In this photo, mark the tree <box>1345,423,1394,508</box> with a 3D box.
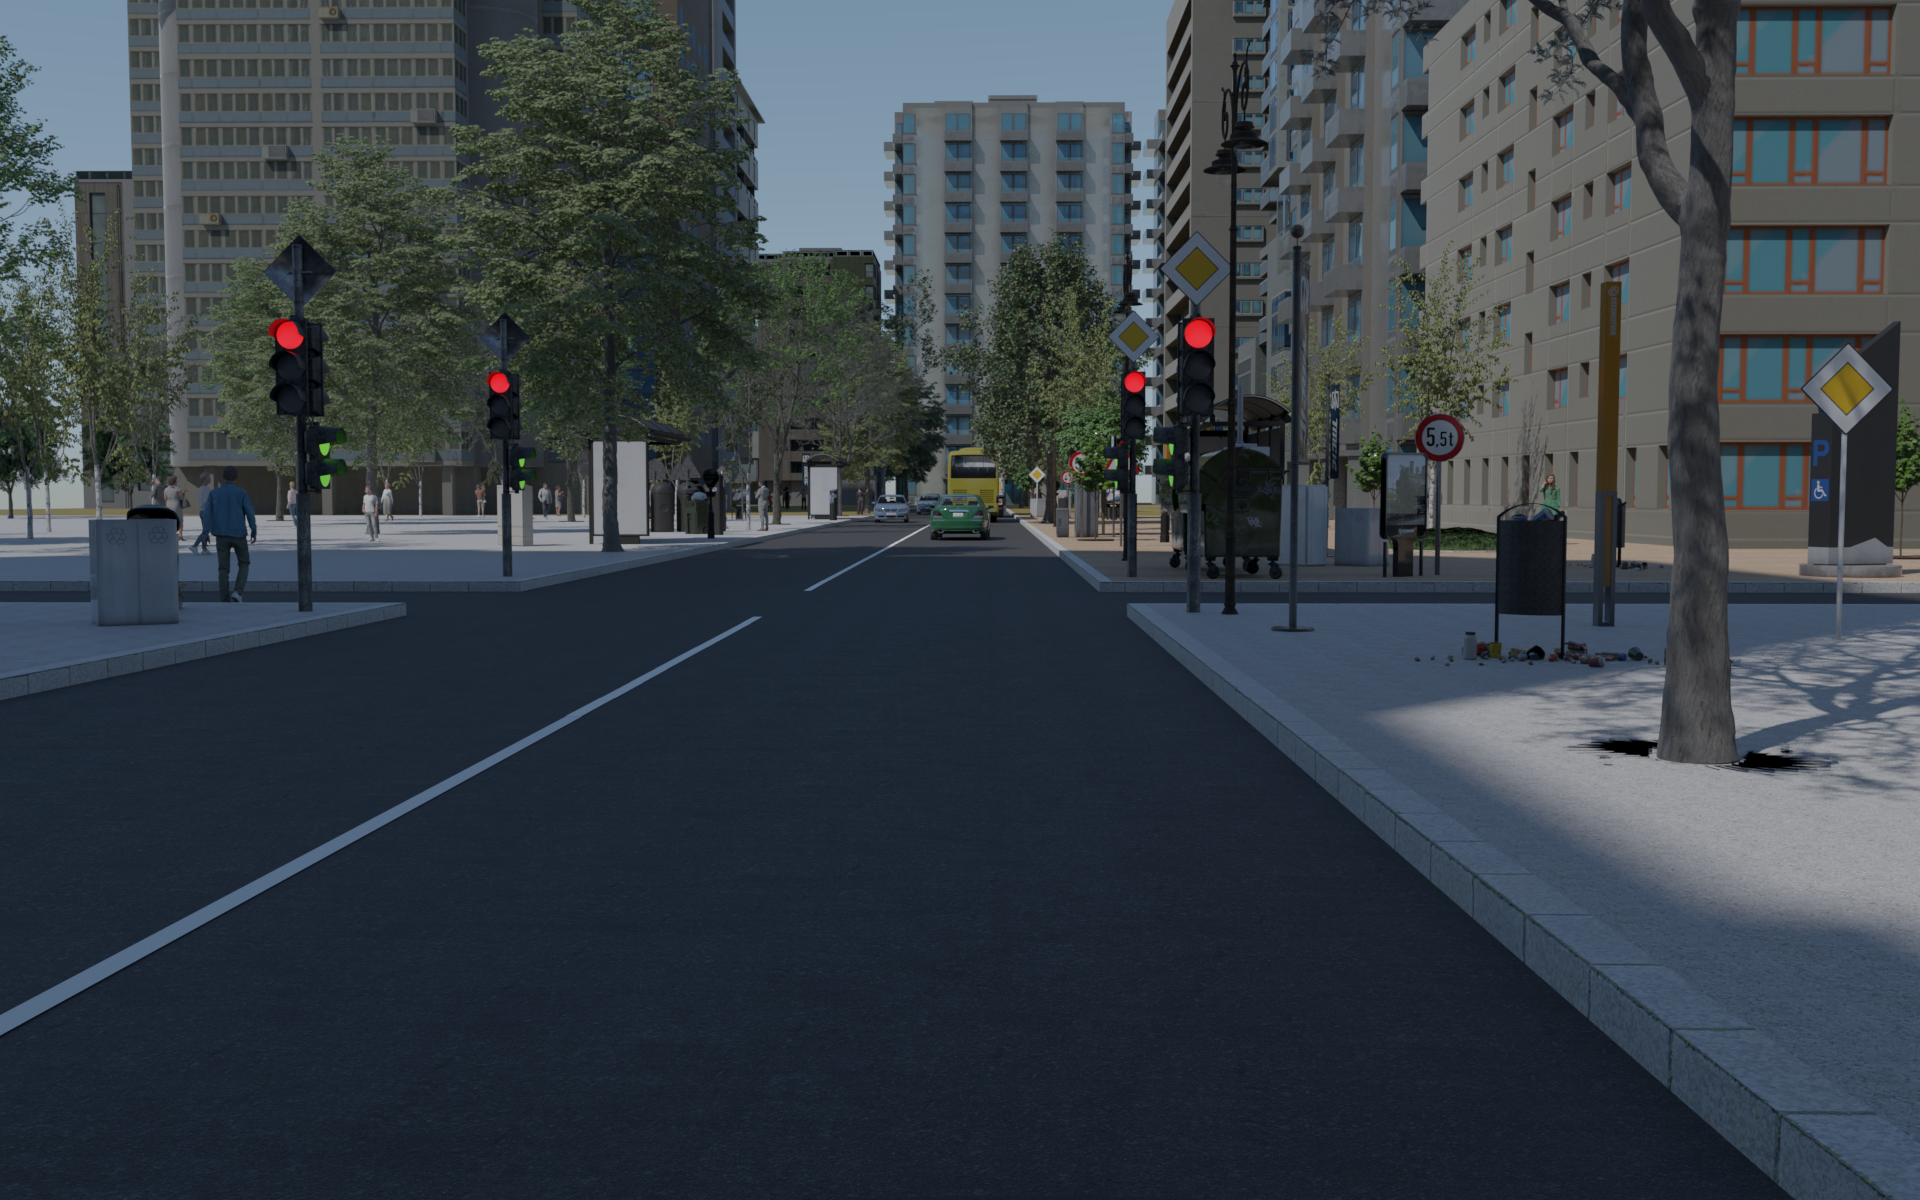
[{"bbox_3d":[11.212,-3.223,47.300,1.663,3.219,1.824,0,3,0],"label":"tree"}]

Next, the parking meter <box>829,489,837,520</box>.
[{"bbox_3d":[-6.173,-4.647,84.383,0.372,1.533,0.369,0,3,0],"label":"parking meter"}]

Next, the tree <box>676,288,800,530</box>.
[{"bbox_3d":[-7.768,-6.801,61.560,4.360,8.622,3.978,0,3,0],"label":"tree"}]

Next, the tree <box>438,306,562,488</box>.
[{"bbox_3d":[-17.296,-6.980,64.491,4.360,8.622,3.978,0,3,0],"label":"tree"}]

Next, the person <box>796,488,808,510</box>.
[{"bbox_3d":[-12.554,-8.149,139.295,1.348,1.823,0.705,-1,4,-12],"label":"person"}]

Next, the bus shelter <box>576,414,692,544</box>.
[{"bbox_3d":[-8.678,-3.225,46.647,2.014,3.302,5.546,0,4,1],"label":"bus shelter"}]

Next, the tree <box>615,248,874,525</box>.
[{"bbox_3d":[-7.511,-8.959,72.242,9.928,11.665,9.643,0,3,0],"label":"tree"}]

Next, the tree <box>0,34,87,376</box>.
[{"bbox_3d":[-22.396,-6.758,36.251,9.928,11.665,9.643,0,3,0],"label":"tree"}]

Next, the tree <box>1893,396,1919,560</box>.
[{"bbox_3d":[18.547,-2.430,34.338,1.663,3.219,1.824,0,3,0],"label":"tree"}]

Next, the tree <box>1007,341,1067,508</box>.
[{"bbox_3d":[5.148,-12.460,121.845,7.486,12.596,7.792,0,3,0],"label":"tree"}]

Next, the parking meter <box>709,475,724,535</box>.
[{"bbox_3d":[-7.622,-2.964,54.178,0.399,1.863,0.255,2,4,24],"label":"parking meter"}]

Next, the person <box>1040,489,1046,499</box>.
[{"bbox_3d":[6.636,-8.316,142.829,1.217,1.723,0.721,2,4,29],"label":"person"}]

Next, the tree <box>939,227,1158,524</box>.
[{"bbox_3d":[3.928,-9.664,75.019,9.611,12.733,9.660,0,3,0],"label":"tree"}]

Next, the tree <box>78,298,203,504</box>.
[{"bbox_3d":[-30.278,-6.975,64.406,4.360,8.622,3.978,0,3,0],"label":"tree"}]

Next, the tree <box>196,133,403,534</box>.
[{"bbox_3d":[-18.626,-8.396,55.407,7.486,12.596,7.792,0,3,0],"label":"tree"}]

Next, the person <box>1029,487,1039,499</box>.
[{"bbox_3d":[4.713,-6.365,110.921,0.742,1.727,0.445,2,4,27],"label":"person"}]

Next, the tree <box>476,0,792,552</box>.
[{"bbox_3d":[-7.584,-7.319,37.789,7.486,12.596,7.792,0,3,0],"label":"tree"}]

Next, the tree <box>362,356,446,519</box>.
[{"bbox_3d":[-29.977,-8.595,90.889,4.737,8.622,4.395,0,3,0],"label":"tree"}]

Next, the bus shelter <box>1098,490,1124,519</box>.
[{"bbox_3d":[8.293,-7.119,94.031,2.179,5.291,8.768,0,4,1],"label":"bus shelter"}]

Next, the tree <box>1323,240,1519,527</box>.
[{"bbox_3d":[14.163,-6.175,51.330,4.737,8.622,4.395,0,3,0],"label":"tree"}]

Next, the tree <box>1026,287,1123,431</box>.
[{"bbox_3d":[4.421,-6.768,61.023,4.737,8.622,4.395,0,3,0],"label":"tree"}]

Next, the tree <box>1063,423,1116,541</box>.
[{"bbox_3d":[3.591,-3.226,47.353,1.663,3.219,1.824,0,3,0],"label":"tree"}]

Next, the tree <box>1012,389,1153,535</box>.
[{"bbox_3d":[4.555,-4.322,54.381,4.285,4.588,4.351,0,3,0],"label":"tree"}]

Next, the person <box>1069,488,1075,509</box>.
[{"bbox_3d":[9.685,-8.910,151.802,1.350,1.814,0.705,0,4,2],"label":"person"}]

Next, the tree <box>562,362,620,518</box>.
[{"bbox_3d":[-20.254,-8.768,93.720,4.360,8.622,3.978,0,3,0],"label":"tree"}]

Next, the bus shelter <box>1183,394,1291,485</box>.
[{"bbox_3d":[5.921,-2.693,37.949,2.014,3.302,5.546,0,4,1],"label":"bus shelter"}]

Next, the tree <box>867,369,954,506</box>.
[{"bbox_3d":[-5.270,-16.057,169.183,9.857,13.997,8.962,0,3,0],"label":"tree"}]

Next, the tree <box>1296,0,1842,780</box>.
[{"bbox_3d":[3.489,-5.978,8.111,12.009,13.543,11.850,0,3,0],"label":"tree"}]

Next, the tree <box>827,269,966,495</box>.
[{"bbox_3d":[-5.244,-17.693,145.163,12.611,20.169,13.585,0,3,0],"label":"tree"}]

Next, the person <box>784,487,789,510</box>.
[{"bbox_3d":[-14.075,-8.237,140.350,0.705,1.869,1.348,0,4,-2],"label":"person"}]

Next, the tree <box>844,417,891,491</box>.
[{"bbox_3d":[-6.527,-10.530,122.533,4.360,8.622,3.978,0,3,0],"label":"tree"}]

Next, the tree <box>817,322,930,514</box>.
[{"bbox_3d":[-5.718,-11.981,114.017,7.486,12.596,7.792,0,3,0],"label":"tree"}]

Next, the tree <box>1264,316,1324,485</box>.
[{"bbox_3d":[14.400,-7.244,68.807,4.737,8.622,4.395,0,3,0],"label":"tree"}]

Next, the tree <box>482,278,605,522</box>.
[{"bbox_3d":[-18.038,-9.403,79.500,9.928,11.665,9.643,0,3,0],"label":"tree"}]

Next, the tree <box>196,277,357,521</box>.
[{"bbox_3d":[-32.052,-9.524,81.480,9.928,11.665,9.643,0,3,0],"label":"tree"}]

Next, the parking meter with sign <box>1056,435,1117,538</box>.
[{"bbox_3d":[3.723,-3.358,51.163,1.738,3.016,0.543,0,4,-3],"label":"parking meter with sign"}]

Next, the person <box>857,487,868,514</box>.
[{"bbox_3d":[-6.158,-6.271,109.370,0.742,1.727,0.445,-1,4,-9],"label":"person"}]

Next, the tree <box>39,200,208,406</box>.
[{"bbox_3d":[-21.859,-5.742,44.250,4.737,8.622,4.395,0,3,0],"label":"tree"}]

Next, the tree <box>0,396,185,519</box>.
[{"bbox_3d":[-51.773,-7.939,92.716,11.467,7.101,20.602,1,4,12],"label":"tree"}]

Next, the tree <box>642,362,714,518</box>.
[{"bbox_3d":[-15.008,-8.629,91.441,4.737,8.622,4.395,0,3,0],"label":"tree"}]

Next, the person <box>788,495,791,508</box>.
[{"bbox_3d":[-15.303,-8.867,154.274,0.557,1.426,1.065,1,4,19],"label":"person"}]

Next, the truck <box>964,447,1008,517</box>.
[{"bbox_3d":[1.587,-7.381,109.593,2.839,4.237,11.283,0,4,2],"label":"truck"}]

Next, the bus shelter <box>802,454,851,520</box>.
[{"bbox_3d":[-6.856,-5.848,89.537,2.014,3.302,5.546,0,4,1],"label":"bus shelter"}]

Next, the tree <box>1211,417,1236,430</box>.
[{"bbox_3d":[11.038,-5.529,74.113,4.285,4.588,4.351,0,3,0],"label":"tree"}]
